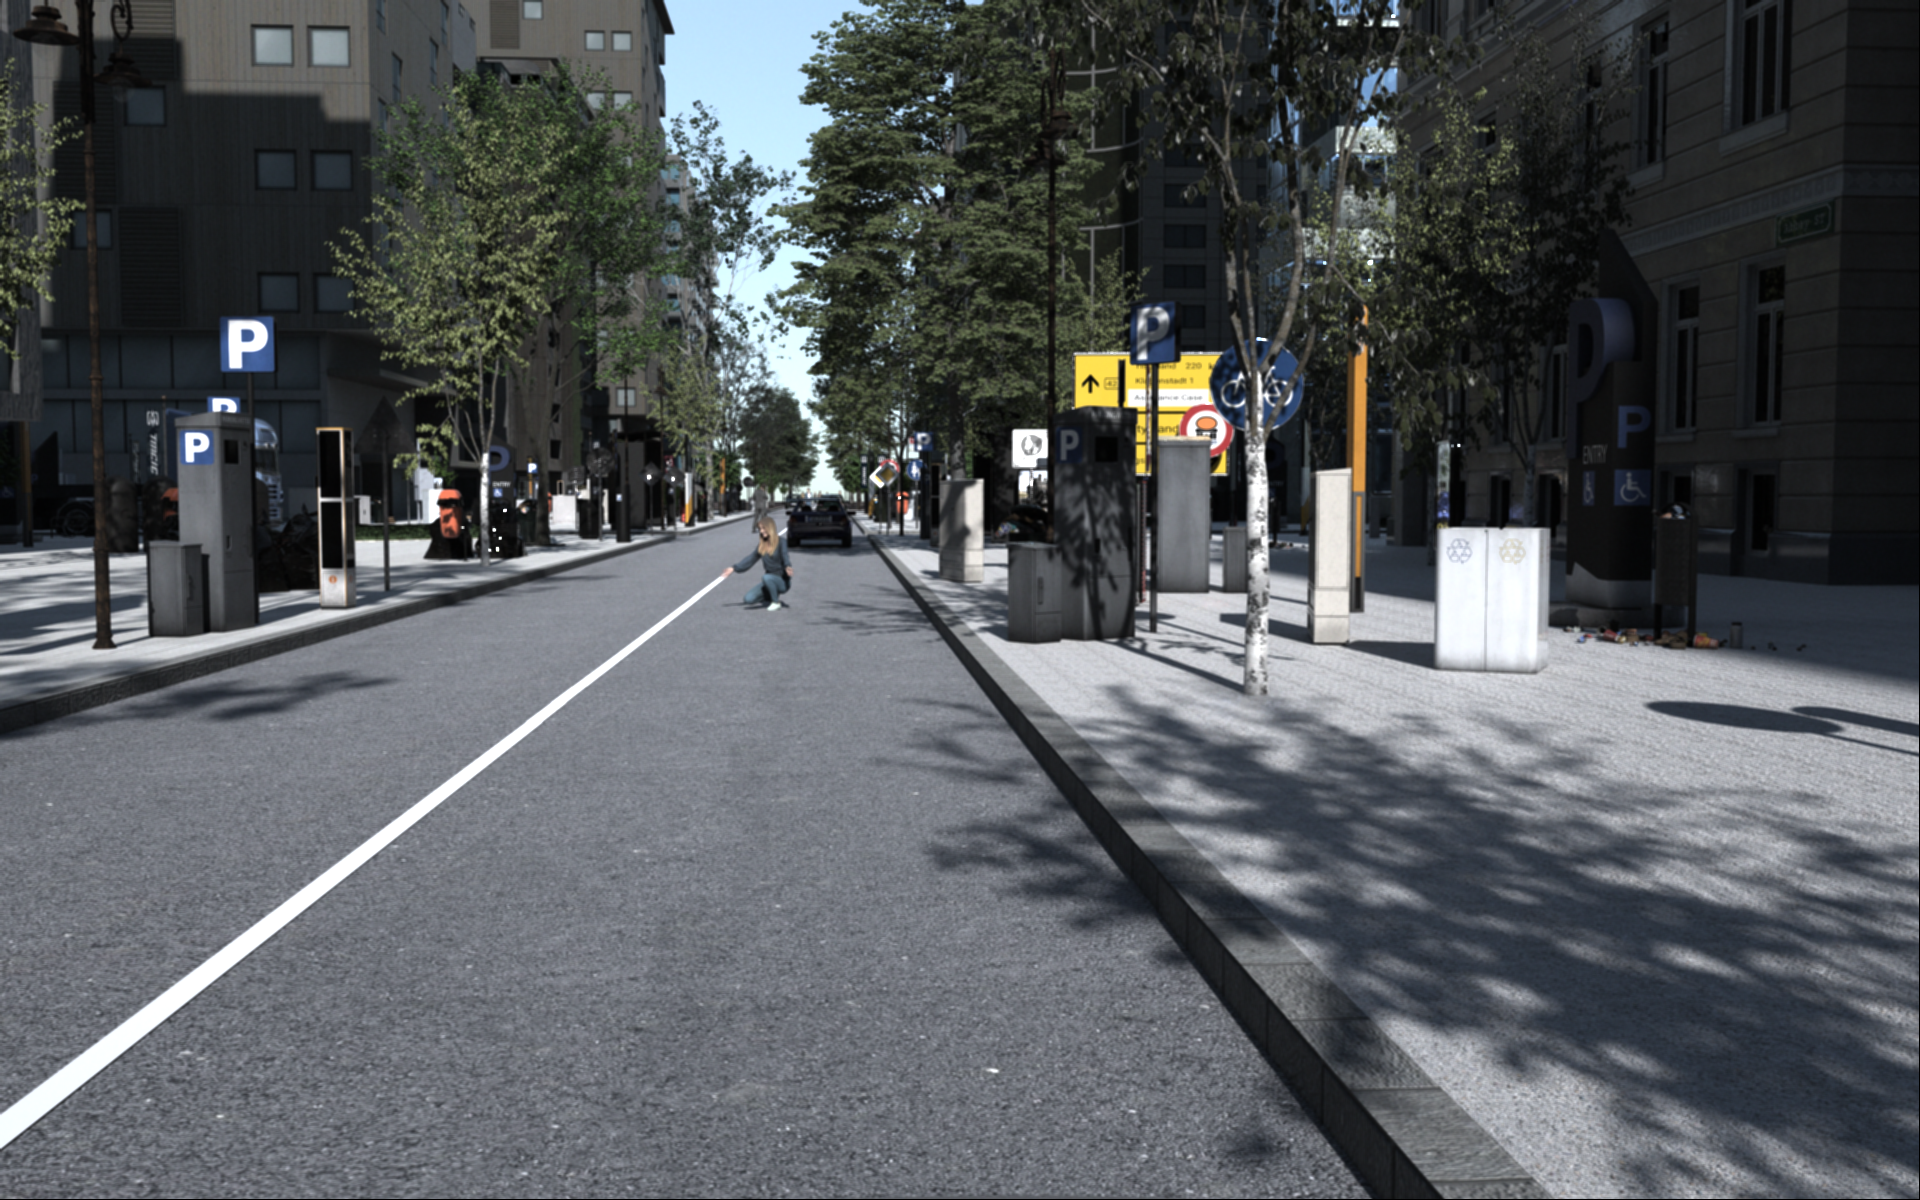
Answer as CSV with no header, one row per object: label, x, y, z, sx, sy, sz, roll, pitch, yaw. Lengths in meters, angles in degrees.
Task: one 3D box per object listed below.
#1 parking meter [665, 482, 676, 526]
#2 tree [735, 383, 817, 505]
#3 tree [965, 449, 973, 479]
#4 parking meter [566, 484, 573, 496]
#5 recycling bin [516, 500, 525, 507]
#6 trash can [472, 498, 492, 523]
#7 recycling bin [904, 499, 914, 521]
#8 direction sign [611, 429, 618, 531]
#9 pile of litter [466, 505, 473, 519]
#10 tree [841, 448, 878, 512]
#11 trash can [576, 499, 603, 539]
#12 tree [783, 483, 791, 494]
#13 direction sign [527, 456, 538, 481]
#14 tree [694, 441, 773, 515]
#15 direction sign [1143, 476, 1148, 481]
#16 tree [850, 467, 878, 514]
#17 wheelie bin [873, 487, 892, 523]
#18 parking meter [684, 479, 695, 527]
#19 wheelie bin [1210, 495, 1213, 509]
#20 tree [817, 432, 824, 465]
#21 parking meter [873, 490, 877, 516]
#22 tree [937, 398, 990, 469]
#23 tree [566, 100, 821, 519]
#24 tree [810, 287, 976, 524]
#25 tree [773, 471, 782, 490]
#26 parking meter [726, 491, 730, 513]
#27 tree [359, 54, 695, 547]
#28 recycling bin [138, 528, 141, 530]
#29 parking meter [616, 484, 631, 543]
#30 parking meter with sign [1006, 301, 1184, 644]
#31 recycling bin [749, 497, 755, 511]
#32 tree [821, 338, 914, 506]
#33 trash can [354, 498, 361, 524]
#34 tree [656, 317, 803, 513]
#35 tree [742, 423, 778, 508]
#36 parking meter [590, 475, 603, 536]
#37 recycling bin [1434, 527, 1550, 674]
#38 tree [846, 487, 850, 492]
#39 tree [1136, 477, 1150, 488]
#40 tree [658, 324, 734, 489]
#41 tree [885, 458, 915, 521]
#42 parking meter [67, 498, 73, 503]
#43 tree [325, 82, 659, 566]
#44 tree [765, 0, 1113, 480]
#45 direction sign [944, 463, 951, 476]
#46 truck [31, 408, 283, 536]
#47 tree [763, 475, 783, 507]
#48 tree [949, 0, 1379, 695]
parking meter,-11.583,-3.890,69.308,0.399,1.863,0.255,0,4,-8
tree,-21.727,-17.922,199.674,9.857,13.997,8.962,0,3,0
tree,1.088,-7.814,111.469,4.285,4.588,4.351,0,3,0
parking meter,-22.179,-5.669,98.405,0.399,1.863,0.255,-1,4,-18
recycling bin,-19.630,-3.967,77.419,0.722,1.027,0.722,-2,4,-30
trash can,-17.729,-3.215,64.218,0.748,1.137,0.748,0,3,0
recycling bin,-2.575,-4.234,81.780,0.722,1.027,0.722,0,4,6
direction sign,-12.044,-4.192,60.542,0.379,3.537,0.876,-1,4,-20
pile of litter,-24.585,-4.508,87.678,1.719,0.858,1.176,2,4,23
tree,-6.758,-8.531,123.191,4.285,4.588,4.351,0,3,0
trash can,-10.542,-2.301,49.281,0.748,1.137,0.748,0,3,0
tree,-25.100,-15.359,245.715,1.663,3.219,1.824,0,3,0
direction sign,-25.397,-6.807,103.298,0.876,3.537,0.379,1,4,11
tree,-14.875,-7.574,107.542,4.285,4.588,4.351,0,3,0
direction sign,11.392,-7.135,108.661,0.876,3.537,0.379,0,4,-8
tree,-5.615,-7.063,110.083,1.663,3.219,1.824,0,3,0
wheelie bin,-3.432,-4.261,77.568,0.693,1.594,0.980,2,4,33
parking meter,-10.674,-3.825,68.247,0.399,1.863,0.255,0,4,1
wheelie bin,7.127,-2.688,51.864,0.693,1.594,0.980,-3,5,-42
tree,-25.807,-21.827,263.532,9.857,13.997,8.962,0,3,0
parking meter,-4.945,-5.753,102.478,0.372,1.533,0.369,0,3,0
tree,0.281,-10.254,118.018,4.737,8.622,4.395,0,3,0
tree,-13.478,-14.088,86.229,12.611,20.169,13.585,0,3,0
tree,-2.820,-8.591,74.868,8.767,10.594,7.601,1,4,21
tree,-21.102,-12.489,187.909,4.285,4.588,4.351,0,3,0
parking meter,-15.825,-6.669,117.456,0.372,1.533,0.369,0,3,0
tree,-10.341,-7.122,42.208,9.928,11.665,9.643,0,3,0
recycling bin,-29.331,-3.072,62.786,0.722,1.027,0.722,1,4,21
parking meter,-8.920,-2.291,45.866,0.372,1.533,0.369,0,3,0
parking meter with sign,1.176,-1.169,15.377,1.738,3.016,0.543,-3,5,-42
recycling bin,-15.423,-7.215,130.524,0.722,1.027,0.722,2,4,33
tree,-10.185,-20.248,186.943,12.611,20.169,13.585,0,3,0
trash can,-22.950,-3.279,65.261,0.748,1.137,0.748,0,3,0
tree,-16.086,-12.835,120.216,12.009,13.543,11.850,0,3,0
tree,-17.919,-12.779,159.292,4.360,8.622,3.978,0,3,0
parking meter,-11.098,-2.888,52.927,0.399,1.863,0.255,-1,4,-14
recycling bin,3.925,-0.013,12.761,0.722,1.027,0.722,2,4,25
tree,-13.435,-13.770,219.739,1.663,3.219,1.824,0,3,0
tree,8.737,-5.567,85.614,1.663,3.219,1.824,0,3,0
tree,-11.777,-7.601,74.642,4.737,8.622,4.395,0,3,0
tree,-2.804,-5.428,83.353,1.663,3.219,1.824,0,3,0
parking meter,-31.465,-3.217,61.014,0.372,1.533,0.369,0,3,0
tree,-8.682,-4.921,30.816,4.737,8.622,4.395,0,3,0
tree,-0.354,-7.145,34.950,7.486,12.596,7.792,0,3,0
direction sign,-0.744,-8.170,125.571,0.876,3.537,0.379,1,4,14
truck,-30.633,-3.967,54.620,18.799,4.110,2.967,0,4,-6
tree,-19.357,-11.110,176.243,1.663,3.219,1.824,0,3,0
tree,1.793,-3.687,10.650,4.360,8.622,3.978,0,3,0
